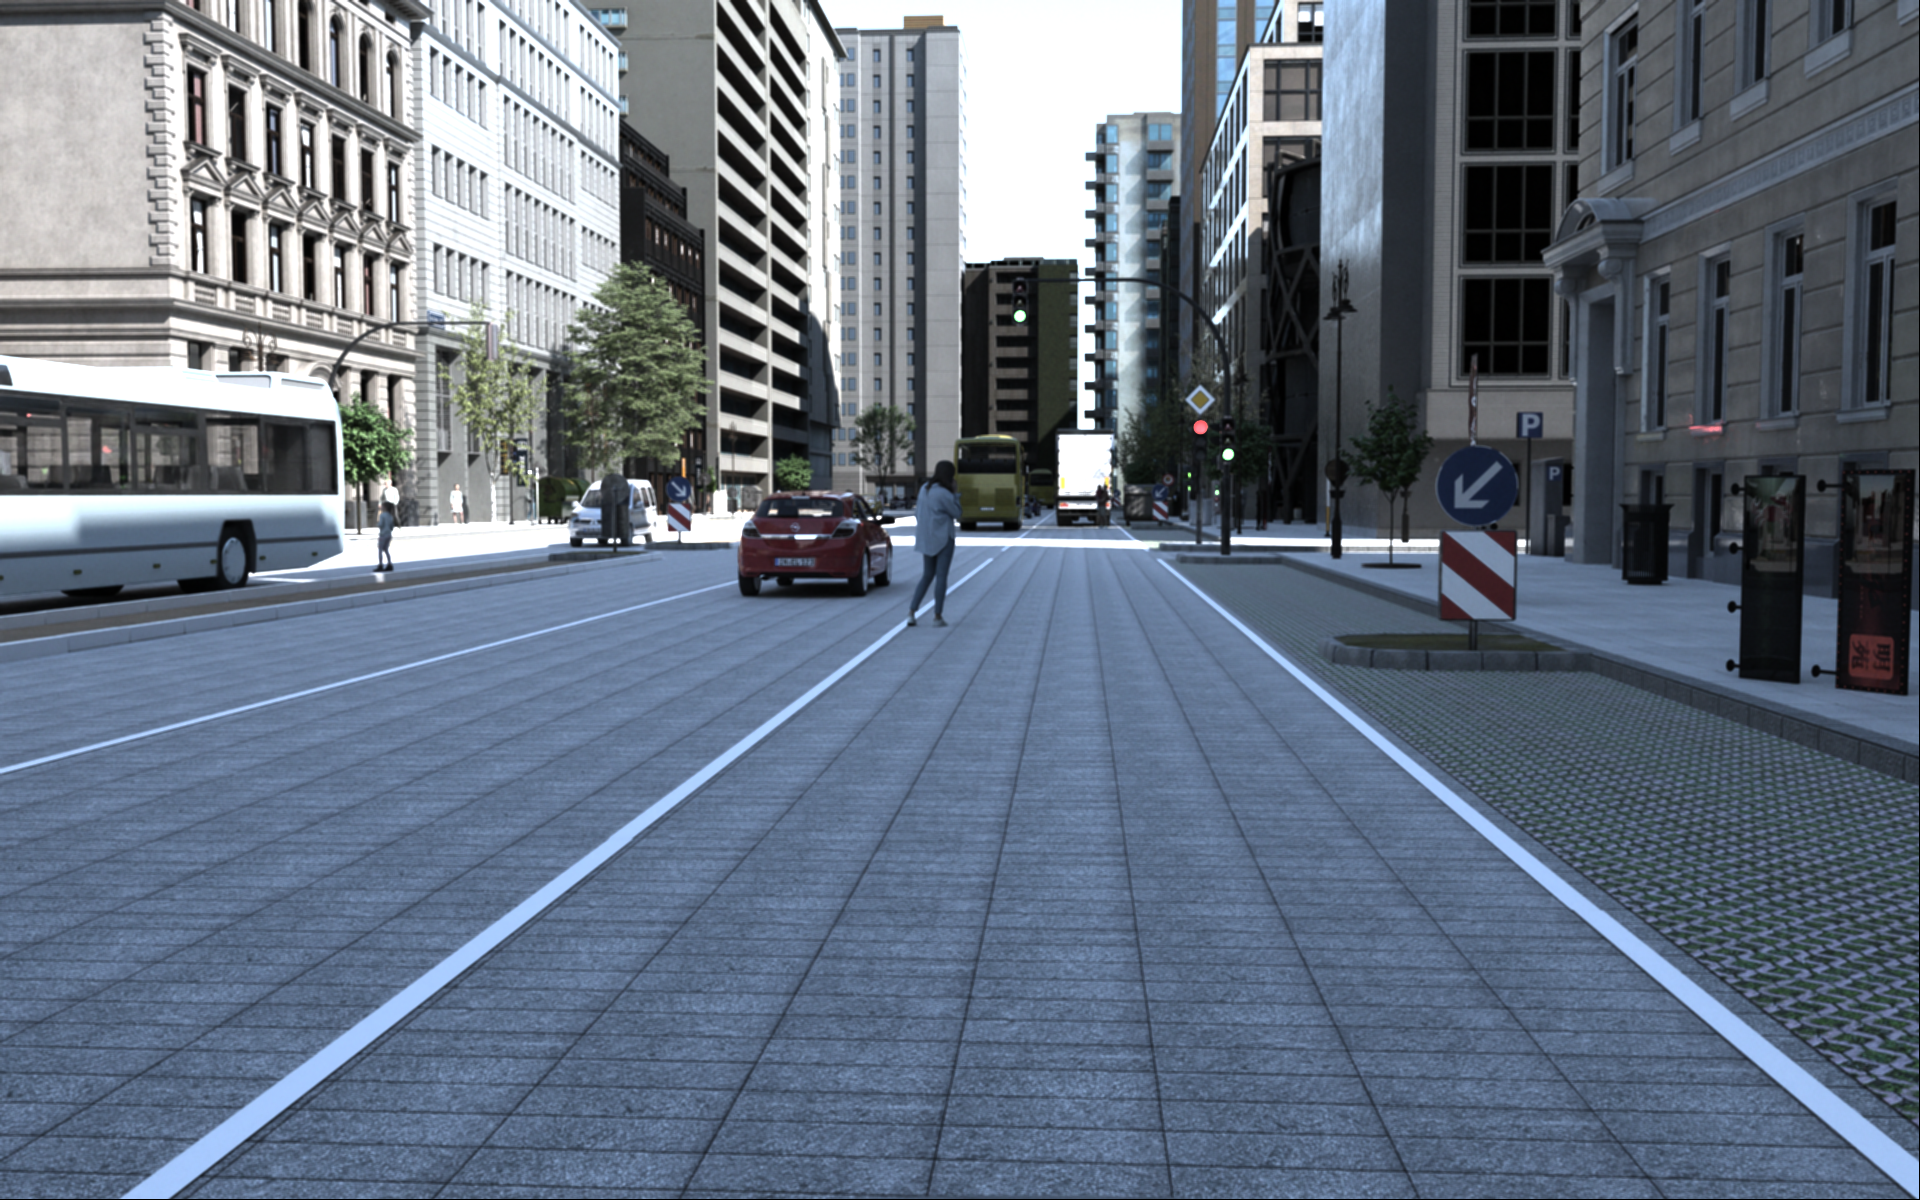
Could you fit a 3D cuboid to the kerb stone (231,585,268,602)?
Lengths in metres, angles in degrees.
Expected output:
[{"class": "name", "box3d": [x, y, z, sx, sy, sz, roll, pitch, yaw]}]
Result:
[{"class": "kerb stone", "box3d": [-9.705, -0.079, 23.484, 0.120, 0.150, 1.000, 0, 4, 4]}]

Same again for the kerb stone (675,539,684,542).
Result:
[{"class": "kerb stone", "box3d": [-7.997, -1.608, 48.588, 0.120, 0.150, 1.000, 0, 4, 4]}]

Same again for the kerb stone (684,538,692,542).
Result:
[{"class": "kerb stone", "box3d": [-7.925, -1.677, 49.608, 0.120, 0.150, 1.000, 0, 4, 4]}]

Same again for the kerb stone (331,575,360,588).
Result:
[{"class": "kerb stone", "box3d": [-9.498, -0.264, 26.548, 0.120, 0.150, 1.000, 0, 4, 4]}]

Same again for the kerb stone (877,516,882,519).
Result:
[{"class": "kerb stone", "box3d": [-4.502, -4.742, 99.720, 0.120, 0.150, 1.000, 0, 4, 4]}]

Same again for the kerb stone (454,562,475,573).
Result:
[{"class": "kerb stone", "box3d": [-9.148, -0.578, 31.653, 0.120, 0.150, 1.000, 0, 4, 4]}]

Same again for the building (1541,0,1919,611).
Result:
[{"class": "building", "box3d": [17.012, -14.433, 21.892, 13.634, 28.700, 20.117, 0, 4, 4]}]

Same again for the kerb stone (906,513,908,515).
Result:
[{"class": "kerb stone", "box3d": [-3.663, -5.491, 111.993, 0.120, 0.150, 1.000, 0, 4, 4]}]

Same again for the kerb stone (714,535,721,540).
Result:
[{"class": "kerb stone", "box3d": [-7.644, -1.916, 53.703, 0.120, 0.150, 1.000, 0, 4, 4]}]

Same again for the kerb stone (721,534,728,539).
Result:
[{"class": "kerb stone", "box3d": [-7.575, -1.982, 54.722, 0.120, 0.150, 1.000, 0, 4, 4]}]

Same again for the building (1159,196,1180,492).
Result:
[{"class": "building", "box3d": [27.150, -24.335, 169.584, 14.160, 30.474, 14.107, 0, 4, 4]}]

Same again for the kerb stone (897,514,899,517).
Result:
[{"class": "kerb stone", "box3d": [-4.007, -5.180, 106.880, 0.120, 0.150, 1.000, 0, 4, 4]}]

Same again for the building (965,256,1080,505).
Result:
[{"class": "building", "box3d": [7.691, -27.022, 213.513, 14.107, 30.474, 14.160, 0, 4, 4]}]

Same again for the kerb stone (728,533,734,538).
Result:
[{"class": "kerb stone", "box3d": [-7.509, -2.052, 55.742, 0.120, 0.150, 1.000, 0, 4, 4]}]

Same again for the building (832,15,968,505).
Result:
[{"class": "building", "box3d": [-13.299, -41.340, 217.904, 28.212, 58.520, 21.231, 0, 4, 4]}]

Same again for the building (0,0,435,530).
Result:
[{"class": "building", "box3d": [-26.729, -14.057, 58.715, 11.050, 23.489, 19.941, 0, 4, 4]}]

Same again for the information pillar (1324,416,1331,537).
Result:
[{"class": "information pillar", "box3d": [11.042, -3.704, 51.916, 0.183, 3.616, 0.504, 1, 4, 10]}]

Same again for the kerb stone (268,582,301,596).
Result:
[{"class": "kerb stone", "box3d": [-9.644, -0.141, 24.509, 0.120, 0.150, 1.000, 0, 4, 4]}]

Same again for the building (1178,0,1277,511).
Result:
[{"class": "building", "box3d": [23.613, -29.167, 126.987, 14.600, 45.320, 14.200, 0, 4, 4]}]

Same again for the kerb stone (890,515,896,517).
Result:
[{"class": "kerb stone", "box3d": [-4.157, -5.053, 104.836, 0.120, 0.150, 1.000, 0, 4, 4]}]

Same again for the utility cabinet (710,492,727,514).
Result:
[{"class": "utility cabinet", "box3d": [-15.180, -6.130, 108.911, 0.318, 1.500, 1.173, 3, 4, 36]}]

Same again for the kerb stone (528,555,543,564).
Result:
[{"class": "kerb stone", "box3d": [-8.865, -0.828, 35.731, 0.120, 0.150, 1.000, 0, 4, 4]}]

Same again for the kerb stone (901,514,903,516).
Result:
[{"class": "kerb stone", "box3d": [-3.874, -5.298, 108.921, 0.120, 0.150, 1.000, 0, 4, 4]}]

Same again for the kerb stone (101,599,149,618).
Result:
[{"class": "kerb stone", "box3d": [-9.918, 0.111, 20.412, 0.120, 0.150, 1.000, 0, 4, 4]}]

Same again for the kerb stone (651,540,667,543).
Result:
[{"class": "kerb stone", "box3d": [-8.130, -1.489, 46.537, 0.120, 0.150, 1.000, 0, 4, 4]}]

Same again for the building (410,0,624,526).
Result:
[{"class": "building", "box3d": [-25.532, -18.709, 83.389, 11.434, 29.767, 29.804, 0, 4, 4]}]

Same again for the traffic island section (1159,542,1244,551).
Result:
[{"class": "traffic island section", "box3d": [6.161, -1.360, 44.518, 2.009, 0.180, 2.903, 0, 4, 4]}]

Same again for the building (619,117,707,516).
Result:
[{"class": "building", "box3d": [-23.387, -16.917, 106.267, 12.332, 23.373, 15.834, 0, 4, 4]}]

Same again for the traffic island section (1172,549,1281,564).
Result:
[{"class": "traffic island section", "box3d": [5.617, -0.873, 36.552, 2.009, 0.180, 2.903, 0, 4, 4]}]

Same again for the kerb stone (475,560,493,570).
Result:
[{"class": "kerb stone", "box3d": [-9.081, -0.641, 32.673, 0.120, 0.150, 1.000, 0, 4, 4]}]

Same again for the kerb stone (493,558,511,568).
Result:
[{"class": "kerb stone", "box3d": [-9.010, -0.700, 33.693, 0.120, 0.150, 1.000, 0, 4, 4]}]

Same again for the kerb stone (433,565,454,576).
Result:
[{"class": "kerb stone", "box3d": [-9.228, -0.516, 30.634, 0.120, 0.150, 1.000, 0, 4, 4]}]

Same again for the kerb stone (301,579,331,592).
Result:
[{"class": "kerb stone", "box3d": [-9.577, -0.201, 25.529, 0.120, 0.150, 1.000, 0, 4, 4]}]

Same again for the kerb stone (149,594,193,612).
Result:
[{"class": "kerb stone", "box3d": [-9.846, 0.046, 21.440, 0.120, 0.150, 1.000, 0, 4, 4]}]

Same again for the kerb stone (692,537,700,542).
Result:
[{"class": "kerb stone", "box3d": [-7.853, -1.734, 50.628, 0.120, 0.150, 1.000, 0, 4, 4]}]

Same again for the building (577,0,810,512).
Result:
[{"class": "building", "box3d": [-25.654, -32.435, 154.014, 21.300, 48.544, 21.600, 0, 4, 4]}]

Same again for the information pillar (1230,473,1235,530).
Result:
[{"class": "information pillar", "box3d": [9.546, -3.476, 61.327, 0.304, 2.012, 0.304, 2, 4, 27]}]

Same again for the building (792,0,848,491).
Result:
[{"class": "building", "box3d": [-27.128, -36.158, 180.426, 27.495, 52.752, 28.713, 0, 4, 4]}]

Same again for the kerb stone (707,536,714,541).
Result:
[{"class": "kerb stone", "box3d": [-7.715, -1.864, 52.675, 0.120, 0.150, 1.000, 0, 4, 4]}]

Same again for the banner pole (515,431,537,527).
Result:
[{"class": "banner pole", "box3d": [-17.149, -4.800, 68.491, 0.863, 3.779, 0.401, 1, 4, 9]}]

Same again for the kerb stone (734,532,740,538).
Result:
[{"class": "kerb stone", "box3d": [-7.438, -2.109, 56.762, 0.120, 0.150, 1.000, 0, 4, 4]}]

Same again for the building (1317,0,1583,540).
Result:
[{"class": "building", "box3d": [27.016, -14.279, 52.536, 30.058, 24.678, 14.314, 0, 4, 4]}]

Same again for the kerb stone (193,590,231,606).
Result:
[{"class": "kerb stone", "box3d": [-9.789, -0.012, 22.461, 0.120, 0.150, 1.000, 0, 4, 4]}]

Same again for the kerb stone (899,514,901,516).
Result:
[{"class": "kerb stone", "box3d": [-3.943, -5.238, 107.901, 0.120, 0.150, 1.000, 0, 4, 4]}]

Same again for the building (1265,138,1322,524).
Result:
[{"class": "building", "box3d": [21.907, -12.775, 76.329, 16.820, 18.784, 16.811, 0, 4, 4]}]

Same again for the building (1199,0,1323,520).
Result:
[{"class": "building", "box3d": [24.848, -18.157, 101.389, 19.350, 26.468, 34.151, 0, 4, 4]}]

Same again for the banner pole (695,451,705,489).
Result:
[{"class": "banner pole", "box3d": [-15.113, -6.793, 101.088, 0.863, 3.779, 0.401, 2, 4, 26]}]

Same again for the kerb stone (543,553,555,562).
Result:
[{"class": "kerb stone", "box3d": [-8.806, -0.887, 36.753, 0.120, 0.150, 1.000, 0, 4, 4]}]

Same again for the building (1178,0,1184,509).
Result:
[{"class": "building", "box3d": [29.331, -37.028, 147.411, 21.231, 58.520, 28.212, 0, 4, 4]}]

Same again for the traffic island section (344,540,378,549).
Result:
[{"class": "traffic island section", "box3d": [-16.727, -1.456, 46.081, 2.009, 0.180, 2.903, 0, 4, 4]}]

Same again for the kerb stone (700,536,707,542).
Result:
[{"class": "kerb stone", "box3d": [-7.783, -1.802, 51.655, 0.120, 0.150, 1.000, 0, 4, 4]}]

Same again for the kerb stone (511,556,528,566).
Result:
[{"class": "kerb stone", "box3d": [-8.936, -0.766, 34.712, 0.120, 0.150, 1.000, 0, 4, 4]}]

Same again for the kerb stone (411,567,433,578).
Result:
[{"class": "kerb stone", "box3d": [-9.292, -0.454, 29.613, 0.120, 0.150, 1.000, 0, 4, 4]}]

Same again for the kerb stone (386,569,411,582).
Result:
[{"class": "kerb stone", "box3d": [-9.360, -0.391, 28.592, 0.120, 0.150, 1.000, 0, 4, 4]}]

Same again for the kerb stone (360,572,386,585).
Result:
[{"class": "kerb stone", "box3d": [-9.436, -0.328, 27.573, 0.120, 0.150, 1.000, 0, 4, 4]}]

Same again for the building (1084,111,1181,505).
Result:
[{"class": "building", "box3d": [30.735, -36.477, 216.006, 30.456, 49.044, 23.786, 0, 4, 4]}]

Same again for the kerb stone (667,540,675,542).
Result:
[{"class": "kerb stone", "box3d": [-8.069, -1.551, 47.558, 0.120, 0.150, 1.000, 0, 4, 4]}]

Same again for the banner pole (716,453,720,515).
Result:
[{"class": "banner pole", "box3d": [-14.631, -7.010, 104.634, 0.401, 3.779, 0.863, -1, 4, -22]}]
